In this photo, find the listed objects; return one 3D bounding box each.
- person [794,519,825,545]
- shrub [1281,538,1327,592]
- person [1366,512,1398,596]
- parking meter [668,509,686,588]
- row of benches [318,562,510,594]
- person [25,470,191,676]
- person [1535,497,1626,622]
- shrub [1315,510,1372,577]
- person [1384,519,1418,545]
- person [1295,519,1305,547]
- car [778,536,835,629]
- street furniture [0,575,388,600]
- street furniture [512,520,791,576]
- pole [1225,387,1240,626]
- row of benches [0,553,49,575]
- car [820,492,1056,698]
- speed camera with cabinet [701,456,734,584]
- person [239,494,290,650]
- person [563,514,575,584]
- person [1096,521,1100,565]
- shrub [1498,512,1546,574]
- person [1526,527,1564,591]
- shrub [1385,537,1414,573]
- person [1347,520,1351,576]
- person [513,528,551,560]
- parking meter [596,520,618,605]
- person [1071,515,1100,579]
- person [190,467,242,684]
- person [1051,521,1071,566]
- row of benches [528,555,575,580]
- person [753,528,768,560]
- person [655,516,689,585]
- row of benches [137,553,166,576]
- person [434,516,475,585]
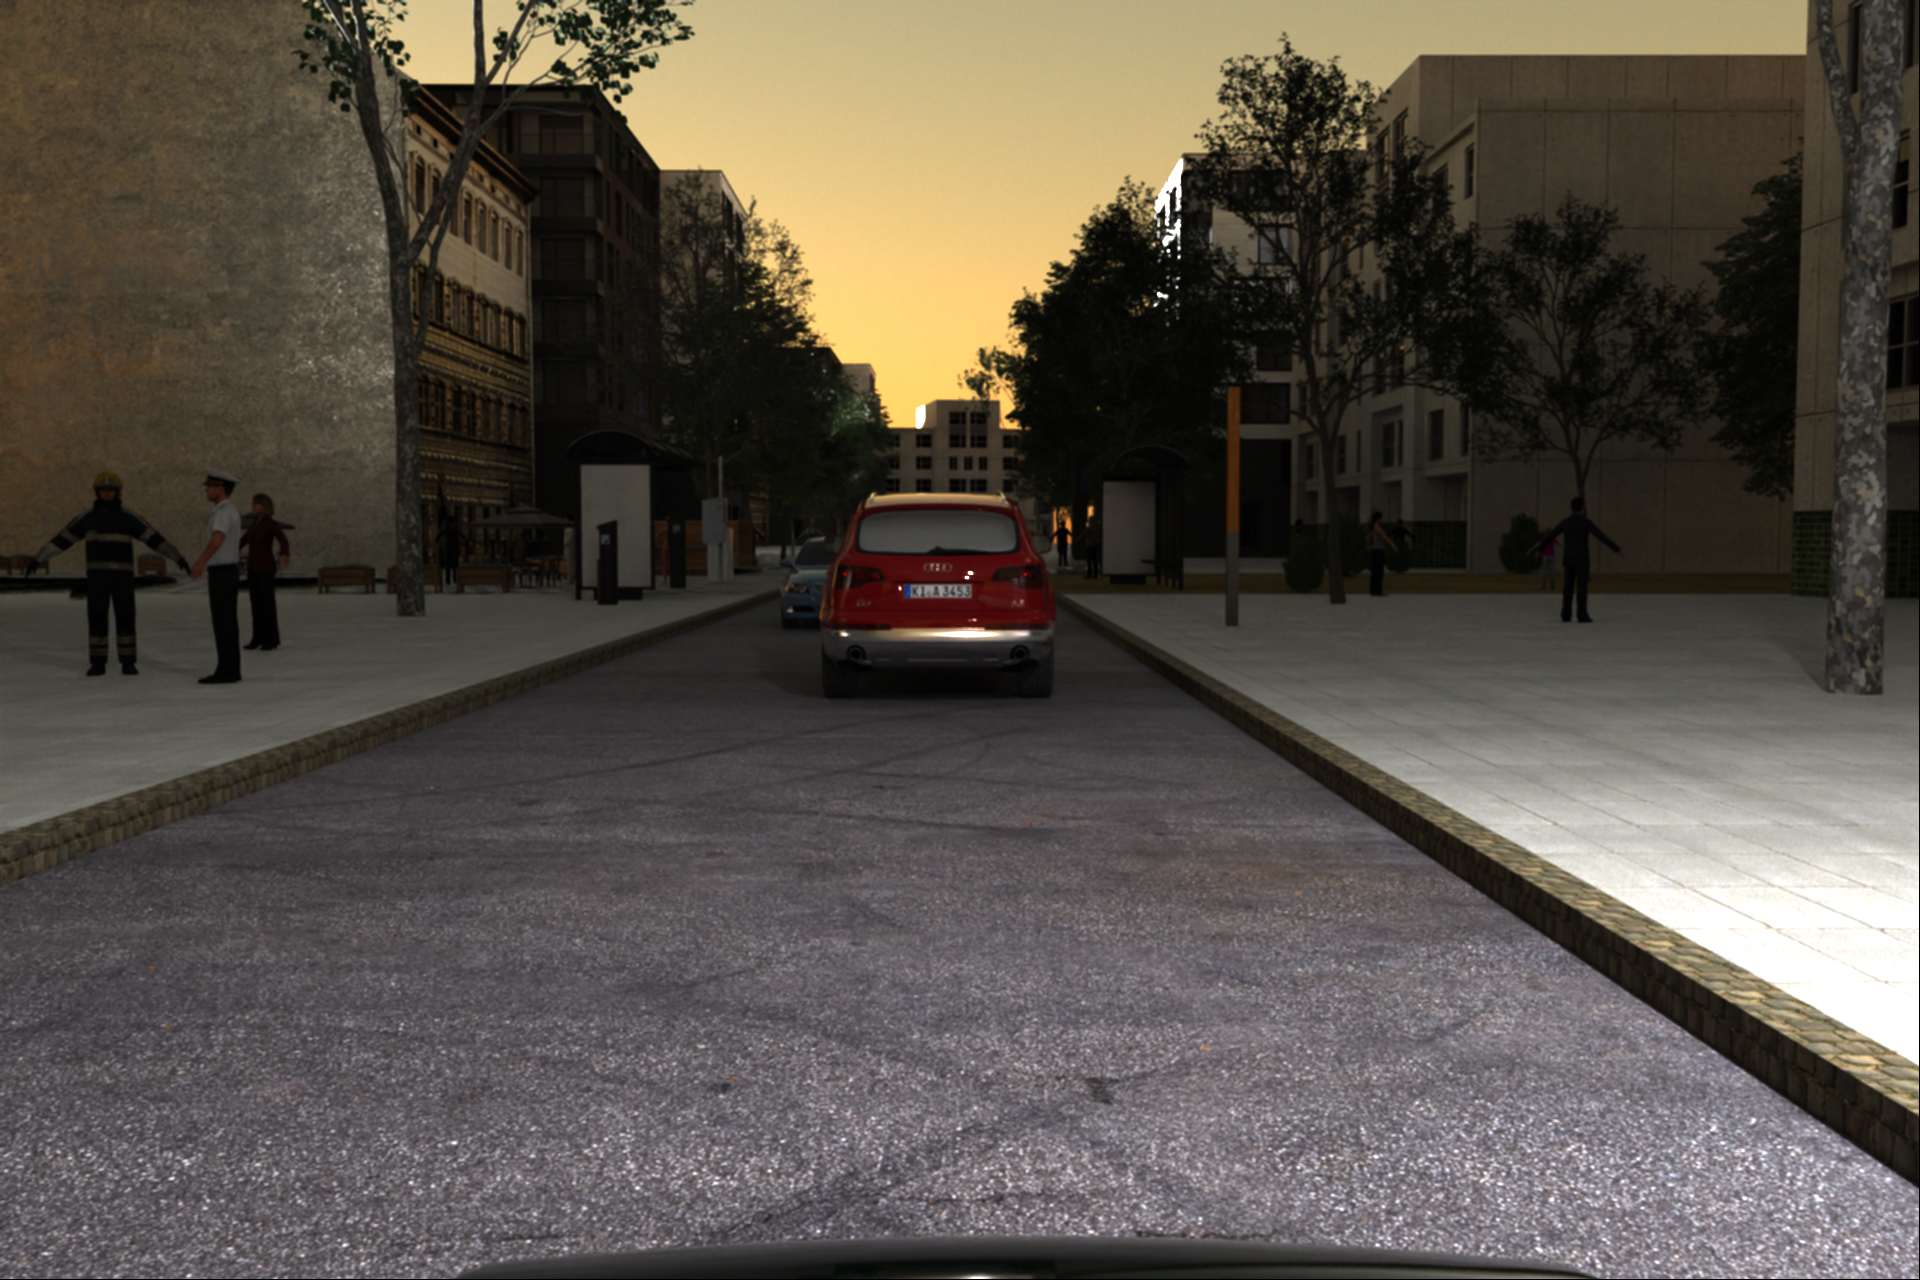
[{"bbox_3d":[-5.376,-3.503,63.135,1.347,1.847,0.705,-1,4,-10],"label":"person"},{"bbox_3d":[7.605,-1.661,38.266,1.383,1.207,1.383,0,3,0],"label":"shrub"},{"bbox_3d":[8.722,-1.778,35.875,0.721,1.737,1.217,-1,4,-15],"label":"person"},{"bbox_3d":[-6.715,-2.163,41.071,0.399,1.863,0.255,0,4,-1],"label":"parking meter"},{"bbox_3d":[-11.742,-1.355,37.621,4.104,0.672,1.422,0,4,-7],"label":"row of benches"},{"bbox_3d":[-7.731,-0.611,15.755,1.351,1.858,0.704,-1,4,-23],"label":"person"},{"bbox_3d":[9.005,-1.176,25.270,1.345,1.823,0.704,3,5,42],"label":"person"},{"bbox_3d":[11.422,-2.874,51.417,1.690,2.028,1.600,0,3,0],"label":"shrub"},{"bbox_3d":[16.038,-3.502,63.194,1.347,1.837,0.705,0,4,2],"label":"person"},{"bbox_3d":[12.272,-3.442,62.427,0.704,1.843,1.345,1,4,15],"label":"person"},{"bbox_3d":[-1.853,-0.962,27.728,2.014,1.417,4.499,0,4,-1],"label":"car"},{"bbox_3d":[-29.097,-2.224,41.388,27.439,1.986,14.083,1,4,9],"label":"street furniture"},{"bbox_3d":[-10.457,-3.110,57.700,11.010,1.723,9.812,0,4,8],"label":"street furniture"},{"bbox_3d":[3.798,-1.851,24.112,0.158,3.312,0.155,0,3,0],"label":"pole"},{"bbox_3d":[-30.136,-2.337,53.668,1.422,0.672,4.104,1,4,18],"label":"row of benches"},{"bbox_3d":[-0.217,-0.490,16.684,2.281,1.827,5.304,0,4,-1],"label":"car"},{"bbox_3d":[-6.284,-3.091,44.880,0.660,3.252,2.038,0,4,-1],"label":"speed camera with cabinet"},{"bbox_3d":[-7.782,-0.755,19.146,1.215,1.729,0.721,2,4,35],"label":"person"},{"bbox_3d":[-10.070,-2.349,44.591,0.705,1.806,1.347,-1,4,-12],"label":"person"},{"bbox_3d":[5.730,-3.990,71.212,0.705,1.833,1.349,0,4,4],"label":"person"},{"bbox_3d":[18.190,-3.152,55.955,1.690,2.028,1.600,0,3,0],"label":"shrub"},{"bbox_3d":[13.390,-1.844,39.411,0.991,1.433,0.599,1,4,13],"label":"person"},{"bbox_3d":[14.383,-2.789,56.723,1.383,1.207,1.383,0,3,0],"label":"shrub"},{"bbox_3d":[11.968,-2.897,53.643,0.705,1.796,1.348,0,4,6],"label":"person"},{"bbox_3d":[-15.624,-3.518,63.295,1.354,1.856,0.705,-2,4,-25],"label":"person"},{"bbox_3d":[-6.422,-1.414,31.533,0.372,1.533,0.369,0,3,0],"label":"parking meter"},{"bbox_3d":[3.765,-2.662,49.659,1.348,1.813,0.705,-2,4,-34],"label":"person"},{"bbox_3d":[-6.409,-0.563,14.996,0.704,1.855,1.343,-1,4,-13],"label":"person"},{"bbox_3d":[4.137,-3.853,69.182,1.347,1.806,0.705,2,4,32],"label":"person"},{"bbox_3d":[-10.835,-2.026,48.588,4.104,0.672,1.422,3,5,45],"label":"row of benches"},{"bbox_3d":[-8.290,-3.825,68.756,1.346,1.802,0.704,-2,4,-28],"label":"person"},{"bbox_3d":[-7.429,-2.275,44.005,1.217,1.733,0.721,-2,4,-34],"label":"person"},{"bbox_3d":[-25.132,-2.346,53.822,1.422,0.672,4.104,-2,4,-27],"label":"row of benches"},{"bbox_3d":[-12.848,-2.277,43.952,1.216,1.740,0.721,1,4,20],"label":"person"}]
